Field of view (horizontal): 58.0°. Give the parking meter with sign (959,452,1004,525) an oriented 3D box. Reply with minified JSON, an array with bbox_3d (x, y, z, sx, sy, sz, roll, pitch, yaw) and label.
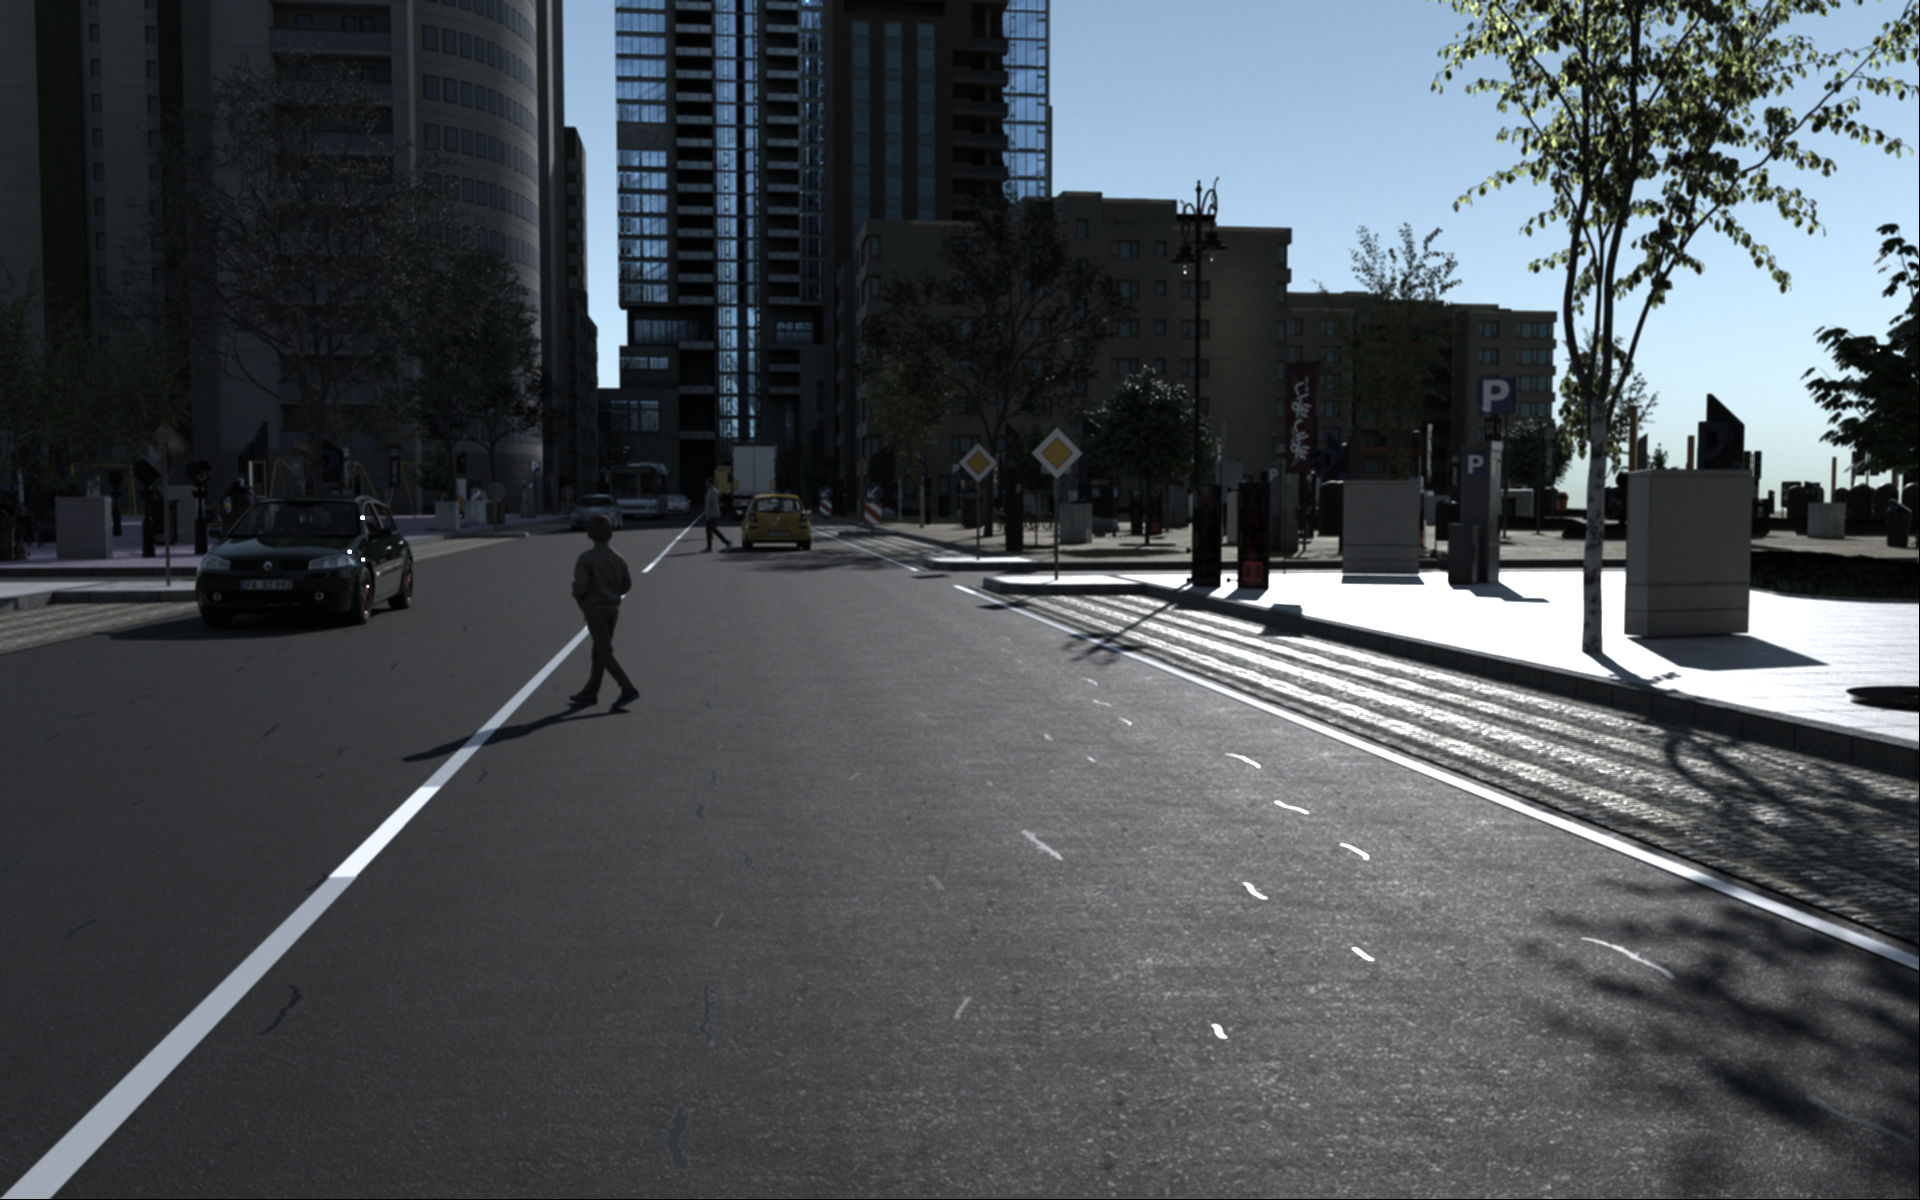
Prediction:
[{"bbox_3d":[0.931,-4.604,71.533,1.738,3.016,0.543,0,4,4],"label":"parking meter with sign"}]

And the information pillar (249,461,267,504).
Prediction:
[{"bbox_3d":[-15.617,-2.083,38.545,0.304,2.012,0.304,-2,4,-34],"label":"information pillar"}]

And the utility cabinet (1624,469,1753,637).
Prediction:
[{"bbox_3d":[6.558,-0.424,15.611,1.173,1.500,0.318,-1,4,-22],"label":"utility cabinet"}]

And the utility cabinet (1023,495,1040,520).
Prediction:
[{"bbox_3d":[3.408,-4.537,85.345,1.020,1.237,0.306,0,4,-1],"label":"utility cabinet"}]

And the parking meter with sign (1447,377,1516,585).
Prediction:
[{"bbox_3d":[7.571,-1.772,25.241,0.543,3.016,1.738,2,4,32],"label":"parking meter with sign"}]

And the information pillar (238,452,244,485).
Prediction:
[{"bbox_3d":[-36.908,-5.987,89.242,0.504,3.616,0.183,-2,4,-24],"label":"information pillar"}]

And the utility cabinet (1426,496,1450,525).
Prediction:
[{"bbox_3d":[19.807,-3.707,71.774,0.306,1.237,1.020,-2,4,-35],"label":"utility cabinet"}]

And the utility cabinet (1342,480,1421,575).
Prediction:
[{"bbox_3d":[6.642,-1.139,27.305,1.173,1.500,0.318,1,4,15],"label":"utility cabinet"}]

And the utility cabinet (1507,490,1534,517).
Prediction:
[{"bbox_3d":[27.501,-4.669,85.015,1.173,1.500,0.318,2,4,33],"label":"utility cabinet"}]

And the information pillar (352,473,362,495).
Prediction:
[{"bbox_3d":[-20.702,-3.365,59.517,0.304,2.012,0.304,-2,4,-24],"label":"information pillar"}]

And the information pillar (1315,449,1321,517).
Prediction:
[{"bbox_3d":[18.224,-5.886,87.588,0.504,3.616,0.183,1,4,20],"label":"information pillar"}]

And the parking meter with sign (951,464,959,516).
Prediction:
[{"bbox_3d":[-0.019,-6.403,100.947,0.543,3.016,1.738,1,4,15],"label":"parking meter with sign"}]

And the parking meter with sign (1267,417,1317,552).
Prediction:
[{"bbox_3d":[7.232,-2.608,38.903,1.738,3.016,0.543,-3,5,-41],"label":"parking meter with sign"}]

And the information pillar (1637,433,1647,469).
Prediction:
[{"bbox_3d":[26.255,-4.617,66.842,0.504,3.616,0.183,0,4,0],"label":"information pillar"}]

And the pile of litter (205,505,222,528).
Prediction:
[{"bbox_3d":[-28.919,-3.218,66.576,1.719,0.858,1.176,-1,4,-18],"label":"pile of litter"}]

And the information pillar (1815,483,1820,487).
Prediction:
[{"bbox_3d":[54.959,-6.522,111.128,0.304,2.012,0.304,1,4,9],"label":"information pillar"}]

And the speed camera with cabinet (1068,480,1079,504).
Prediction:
[{"bbox_3d":[6.949,-6.746,104.635,0.660,3.252,2.038,-3,5,-42],"label":"speed camera with cabinet"}]

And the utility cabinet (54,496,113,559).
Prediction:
[{"bbox_3d":[-17.424,-1.425,34.462,1.020,1.237,0.306,0,4,5],"label":"utility cabinet"}]

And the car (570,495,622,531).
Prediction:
[{"bbox_3d":[-14.567,-3.517,69.507,2.014,1.417,4.499,0,4,-7],"label":"car"}]

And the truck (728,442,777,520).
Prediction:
[{"bbox_3d":[-11.772,-6.698,98.427,2.839,4.237,11.283,0,4,-7],"label":"truck"}]

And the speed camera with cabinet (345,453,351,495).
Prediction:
[{"bbox_3d":[-29.555,-5.363,82.016,2.038,3.252,0.660,0,4,3],"label":"speed camera with cabinet"}]

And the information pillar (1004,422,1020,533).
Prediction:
[{"bbox_3d":[1.713,-3.989,56.575,0.504,3.616,0.183,-1,4,-20],"label":"information pillar"}]

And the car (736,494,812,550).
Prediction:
[{"bbox_3d":[-4.871,-2.165,45.618,2.015,1.641,3.980,-1,4,-9],"label":"car"}]

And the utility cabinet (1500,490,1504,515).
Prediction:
[{"bbox_3d":[27.003,-4.816,87.421,1.173,1.500,0.318,-1,4,-23],"label":"utility cabinet"}]

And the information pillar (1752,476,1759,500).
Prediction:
[{"bbox_3d":[32.988,-4.132,72.048,0.304,2.012,0.304,-1,4,-17],"label":"information pillar"}]

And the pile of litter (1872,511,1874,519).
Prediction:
[{"bbox_3d":[45.953,-4.500,87.548,1.176,0.858,1.719,0,4,-7],"label":"pile of litter"}]

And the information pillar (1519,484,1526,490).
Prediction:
[{"bbox_3d":[35.725,-7.254,109.956,0.504,3.616,0.183,1,4,16],"label":"information pillar"}]

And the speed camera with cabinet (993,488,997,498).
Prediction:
[{"bbox_3d":[2.272,-5.929,91.273,2.038,3.252,0.660,1,4,12],"label":"speed camera with cabinet"}]

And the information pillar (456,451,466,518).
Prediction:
[{"bbox_3d":[-26.596,-6.182,92.429,0.504,3.616,0.183,-2,4,-25],"label":"information pillar"}]

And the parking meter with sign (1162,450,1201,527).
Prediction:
[{"bbox_3d":[8.447,-4.323,66.948,1.738,3.016,0.543,-2,4,-28],"label":"parking meter with sign"}]

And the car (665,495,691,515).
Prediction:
[{"bbox_3d":[-19.791,-6.636,120.866,2.083,1.381,4.827,0,4,-8],"label":"car"}]

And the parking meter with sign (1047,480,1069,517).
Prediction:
[{"bbox_3d":[5.693,-6.117,96.279,1.738,3.016,0.543,0,4,1],"label":"parking meter with sign"}]

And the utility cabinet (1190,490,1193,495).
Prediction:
[{"bbox_3d":[13.257,-5.715,102.112,1.173,1.500,0.318,3,5,42],"label":"utility cabinet"}]

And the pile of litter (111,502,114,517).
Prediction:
[{"bbox_3d":[-46.984,-4.966,95.166,1.176,0.858,1.719,1,4,13],"label":"pile of litter"}]

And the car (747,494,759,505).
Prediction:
[{"bbox_3d":[-8.802,-4.184,80.201,2.131,1.459,4.920,0,4,-7],"label":"car"}]

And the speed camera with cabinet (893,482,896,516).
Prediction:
[{"bbox_3d":[-3.817,-6.028,92.892,0.660,3.252,2.038,0,4,3],"label":"speed camera with cabinet"}]

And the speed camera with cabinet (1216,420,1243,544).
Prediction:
[{"bbox_3d":[7.321,-3.146,45.766,0.660,3.252,2.038,0,4,-8],"label":"speed camera with cabinet"}]

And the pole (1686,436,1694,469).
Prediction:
[{"bbox_3d":[25.520,-4.080,60.546,0.158,3.312,0.155,0,3,0],"label":"pole"}]

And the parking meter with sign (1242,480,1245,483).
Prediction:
[{"bbox_3d":[14.838,-5.886,92.495,1.738,3.016,0.543,1,4,23],"label":"parking meter with sign"}]

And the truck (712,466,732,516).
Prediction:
[{"bbox_3d":[-15.357,-7.499,118.534,3.469,3.379,9.791,0,4,-6],"label":"truck"}]

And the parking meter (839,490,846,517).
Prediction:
[{"bbox_3d":[-6.699,-5.526,98.757,0.372,1.533,0.369,0,3,0],"label":"parking meter"}]

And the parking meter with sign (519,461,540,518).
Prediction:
[{"bbox_3d":[-23.088,-5.899,92.715,0.543,3.016,1.738,-3,4,-38],"label":"parking meter with sign"}]

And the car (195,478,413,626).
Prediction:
[{"bbox_3d":[-7.552,-0.637,20.197,2.009,1.686,4.222,0,4,-8],"label":"car"}]

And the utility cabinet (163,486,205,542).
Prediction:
[{"bbox_3d":[-20.480,-2.265,45.712,1.173,1.500,0.318,2,4,26],"label":"utility cabinet"}]

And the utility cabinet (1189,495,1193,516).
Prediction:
[{"bbox_3d":[13.258,-5.405,99.531,0.306,1.237,1.020,3,4,37],"label":"utility cabinet"}]

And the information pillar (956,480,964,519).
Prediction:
[{"bbox_3d":[0.020,-5.140,88.529,0.304,2.012,0.304,2,4,32],"label":"information pillar"}]

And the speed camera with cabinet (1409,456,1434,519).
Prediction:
[{"bbox_3d":[24.022,-5.863,90.193,0.660,3.252,2.038,3,4,38],"label":"speed camera with cabinet"}]

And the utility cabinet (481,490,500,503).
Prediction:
[{"bbox_3d":[-27.120,-5.576,99.846,0.318,1.500,1.173,3,5,43],"label":"utility cabinet"}]

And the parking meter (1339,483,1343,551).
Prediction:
[{"bbox_3d":[8.806,-1.892,39.350,0.372,1.533,0.369,0,3,0],"label":"parking meter"}]

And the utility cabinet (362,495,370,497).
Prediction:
[{"bbox_3d":[-35.961,-5.689,104.177,1.020,1.237,0.306,2,4,26],"label":"utility cabinet"}]
